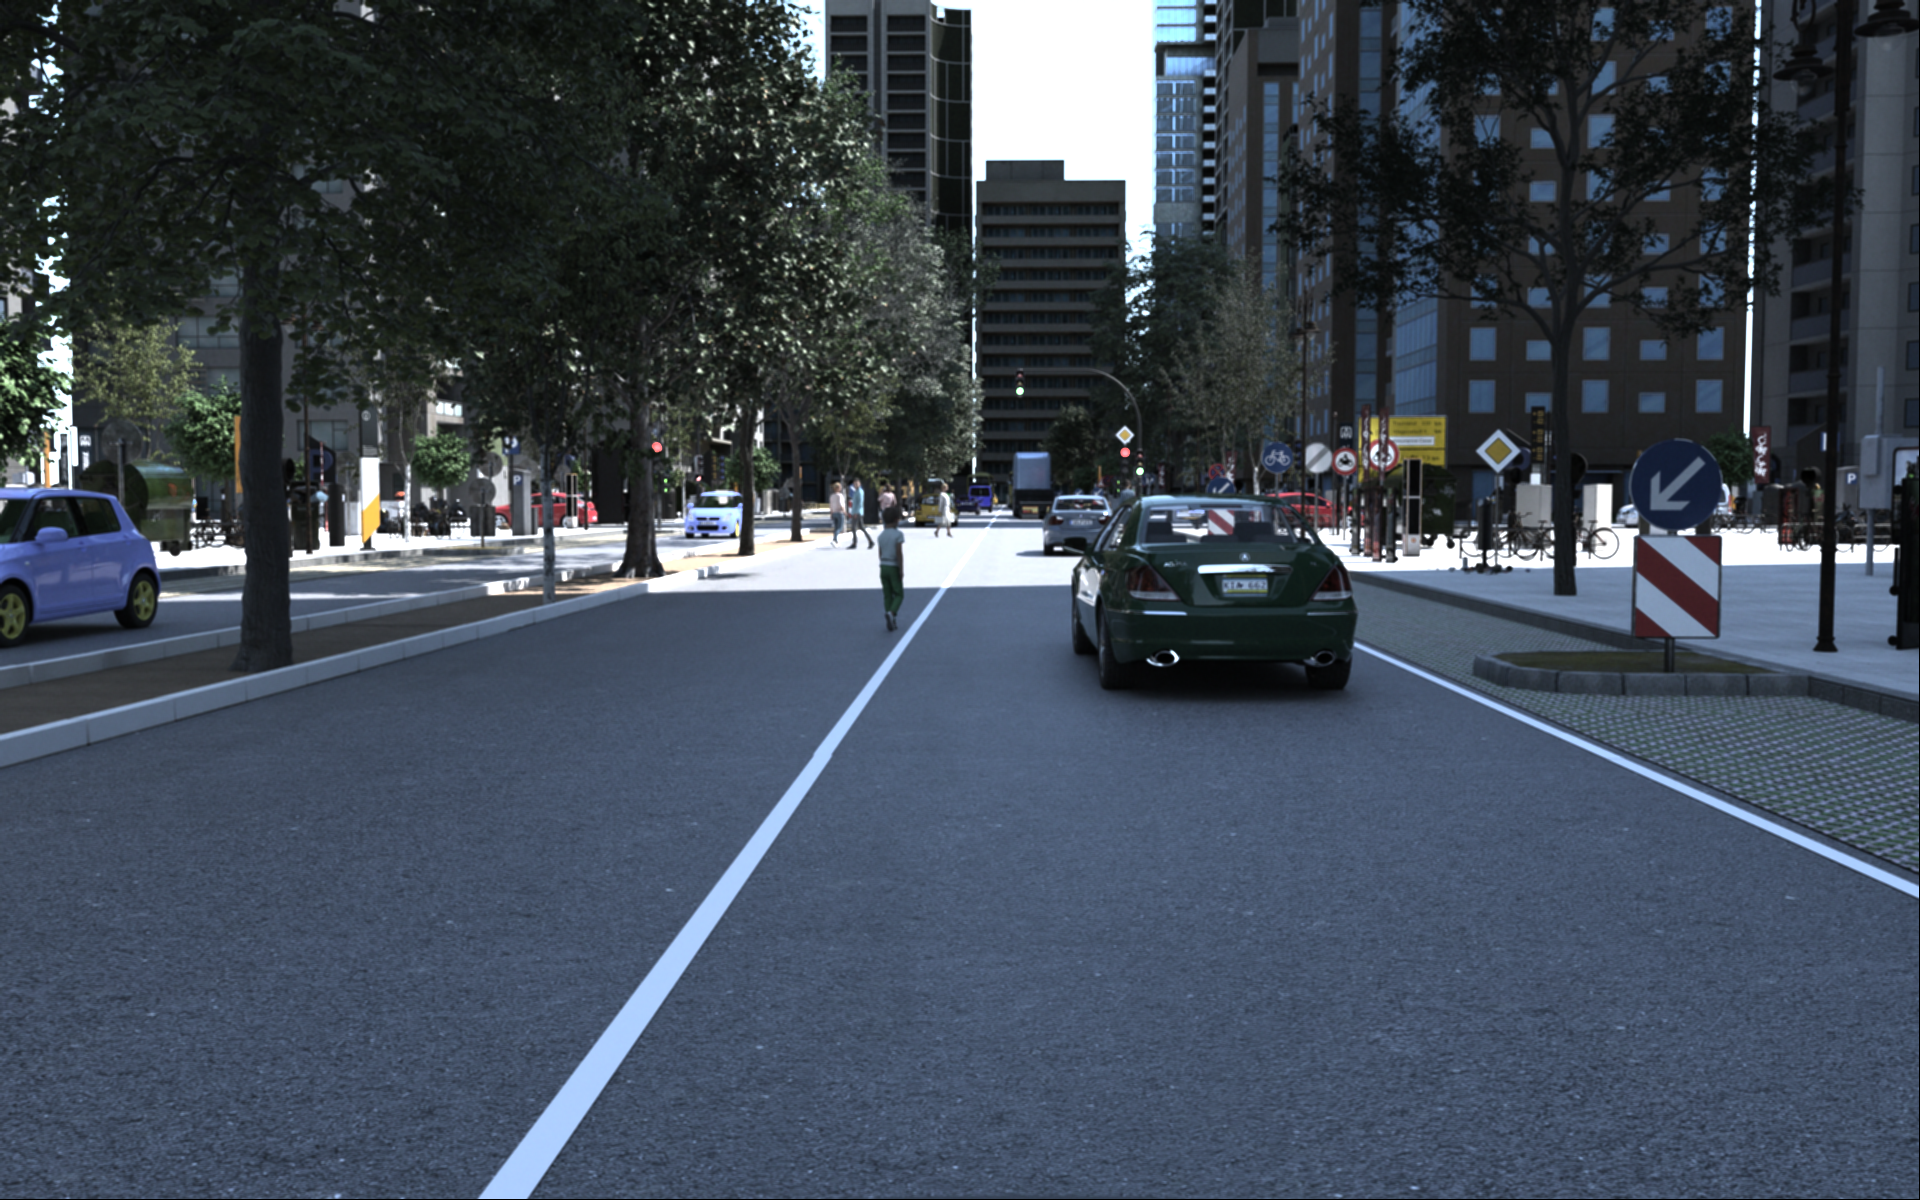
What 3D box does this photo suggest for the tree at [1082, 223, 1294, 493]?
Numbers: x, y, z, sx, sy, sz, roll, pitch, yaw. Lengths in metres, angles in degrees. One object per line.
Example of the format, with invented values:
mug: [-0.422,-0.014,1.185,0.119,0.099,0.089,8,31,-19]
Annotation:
tree: [10.475,-10.703,81.643,9.857,13.997,8.962,0,3,0]

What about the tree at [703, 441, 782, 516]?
tree: [-12.122,-7.203,101.478,4.285,4.588,4.351,0,3,0]

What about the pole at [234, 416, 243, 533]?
pole: [-18.893,-3.152,45.381,0.158,3.312,0.155,0,3,0]

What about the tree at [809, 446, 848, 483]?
tree: [-10.412,-13.689,158.221,7.601,10.594,8.767,0,4,4]

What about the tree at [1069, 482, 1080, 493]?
tree: [13.239,-12.492,198.851,1.663,3.219,1.824,0,3,0]

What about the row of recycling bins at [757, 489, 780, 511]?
row of recycling bins: [-14.391,-7.556,130.661,1.069,1.692,3.534,1,4,12]

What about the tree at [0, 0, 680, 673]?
tree: [-5.721,-5.719,14.090,7.486,12.596,7.792,0,3,0]

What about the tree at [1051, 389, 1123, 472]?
tree: [12.187,-13.432,154.023,8.767,10.594,7.601,-1,4,-19]

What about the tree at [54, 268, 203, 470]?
tree: [-24.218,-6.154,50.979,4.737,8.622,4.395,0,3,0]

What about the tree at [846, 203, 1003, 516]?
tree: [-4.003,-15.555,112.669,12.611,20.169,13.585,0,3,0]

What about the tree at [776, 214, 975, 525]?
tree: [-4.060,-10.229,76.363,9.857,13.997,8.962,0,3,0]

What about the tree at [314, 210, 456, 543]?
tree: [-14.503,-5.789,45.018,4.360,8.622,3.978,0,3,0]

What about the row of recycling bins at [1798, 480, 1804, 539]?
row of recycling bins: [25.645,-2.604,49.691,3.534,1.692,1.069,1,4,11]

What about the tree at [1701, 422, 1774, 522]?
tree: [34.983,-5.810,78.708,4.285,4.588,4.351,0,3,0]

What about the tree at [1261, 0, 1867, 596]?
tree: [7.346,-5.339,21.706,7.601,10.594,8.767,0,4,0]

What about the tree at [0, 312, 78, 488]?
tree: [-15.281,-2.617,26.499,4.285,4.588,4.351,0,3,0]

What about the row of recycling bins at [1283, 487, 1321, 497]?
row of recycling bins: [20.273,-6.023,105.581,3.534,1.692,1.069,2,4,27]

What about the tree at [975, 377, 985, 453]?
tree: [-2.603,-13.254,125.822,9.857,13.997,8.962,0,3,0]

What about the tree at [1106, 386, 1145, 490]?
tree: [10.018,-8.648,91.755,4.360,8.622,3.978,0,3,0]

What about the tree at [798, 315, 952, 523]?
tree: [-4.257,-10.066,85.171,7.486,12.596,7.792,0,3,0]

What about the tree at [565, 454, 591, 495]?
tree: [-18.373,-5.429,83.359,1.663,3.219,1.824,0,3,0]

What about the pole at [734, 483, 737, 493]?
pole: [-14.936,-7.433,115.378,0.158,3.312,0.155,0,3,0]

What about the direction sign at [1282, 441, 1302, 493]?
direction sign: [14.180,-5.005,73.822,0.379,3.537,0.876,-3,5,-43]

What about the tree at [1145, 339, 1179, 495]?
tree: [8.782,-6.554,57.514,4.360,8.622,3.978,0,3,0]

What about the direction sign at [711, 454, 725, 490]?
direction sign: [-13.734,-6.502,98.310,0.876,3.537,0.379,-3,5,-41]

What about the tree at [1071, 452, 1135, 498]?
tree: [11.312,-8.845,128.322,4.285,4.588,4.351,0,3,0]

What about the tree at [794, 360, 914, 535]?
tree: [-4.031,-6.563,60.131,4.737,8.622,4.395,0,3,0]

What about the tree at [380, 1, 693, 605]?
tree: [-5.249,-4.218,21.790,4.737,8.622,4.395,0,3,0]

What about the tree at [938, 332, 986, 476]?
tree: [-3.412,-10.728,94.864,9.611,12.733,9.660,0,3,0]

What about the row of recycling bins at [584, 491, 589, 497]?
row of recycling bins: [-32.433,-8.542,146.772,3.534,1.692,1.069,1,4,19]

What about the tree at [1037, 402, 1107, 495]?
tree: [13.893,-18.240,215.232,9.611,12.733,9.660,0,3,0]

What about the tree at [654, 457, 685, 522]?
tree: [-13.665,-5.187,79.401,1.663,3.219,1.824,0,3,0]

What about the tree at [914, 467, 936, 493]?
tree: [-3.049,-9.261,104.231,4.737,8.622,4.395,0,3,0]

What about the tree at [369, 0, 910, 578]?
tree: [-5.469,-6.731,29.520,9.611,12.733,9.660,0,3,0]

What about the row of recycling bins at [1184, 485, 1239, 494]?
row of recycling bins: [12.588,-4.860,86.568,3.534,1.692,1.069,-3,4,-37]

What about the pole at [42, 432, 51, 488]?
pole: [-29.934,-3.851,56.803,0.158,3.312,0.155,0,3,0]

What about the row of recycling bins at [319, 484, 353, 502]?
row of recycling bins: [-27.414,-4.031,73.014,3.534,1.692,1.069,-2,4,-31]

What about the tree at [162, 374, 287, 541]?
tree: [-20.129,-3.904,47.539,4.285,4.588,4.351,0,3,0]

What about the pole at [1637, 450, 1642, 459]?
pole: [31.660,-5.318,80.798,0.158,3.312,0.155,0,3,0]

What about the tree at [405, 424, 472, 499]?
tree: [-24.468,-5.982,81.525,4.285,4.588,4.351,0,3,0]

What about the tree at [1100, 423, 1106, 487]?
tree: [10.162,-9.412,104.242,4.360,8.622,3.978,0,3,0]

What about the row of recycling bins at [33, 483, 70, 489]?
row of recycling bins: [-34.286,-3.478,63.982,3.534,1.692,1.069,1,4,22]

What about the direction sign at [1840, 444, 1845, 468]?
direction sign: [39.982,-5.293,78.529,0.379,3.537,0.876,1,4,18]

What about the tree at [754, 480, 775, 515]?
tree: [-12.687,-7.004,109.124,1.663,3.219,1.824,0,3,0]

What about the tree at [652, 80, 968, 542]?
tree: [-4.850,-8.455,51.062,12.009,13.543,11.850,0,3,0]

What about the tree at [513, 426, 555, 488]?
tree: [-25.223,-9.428,104.516,4.360,8.622,3.978,0,3,0]

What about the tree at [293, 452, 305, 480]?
tree: [-30.328,-5.234,80.175,1.663,3.219,1.824,0,3,0]

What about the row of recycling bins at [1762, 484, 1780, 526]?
row of recycling bins: [34.258,-3.910,71.037,3.534,1.692,1.069,-2,4,-31]

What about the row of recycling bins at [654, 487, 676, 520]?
row of recycling bins: [-14.978,-4.949,88.028,1.069,1.692,3.534,-1,4,-15]

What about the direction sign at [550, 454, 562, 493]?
direction sign: [-21.522,-6.133,92.267,0.876,3.537,0.379,2,4,34]

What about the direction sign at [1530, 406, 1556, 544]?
direction sign: [15.172,-3.225,44.733,0.876,3.537,0.379,0,4,7]

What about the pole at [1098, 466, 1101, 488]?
pole: [10.089,-8.047,125.405,0.158,3.312,0.155,0,3,0]

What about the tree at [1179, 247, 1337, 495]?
tree: [8.899,-6.180,51.398,4.360,8.622,3.978,0,3,0]

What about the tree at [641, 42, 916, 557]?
tree: [-4.801,-6.800,39.388,9.928,11.665,9.643,0,3,0]
